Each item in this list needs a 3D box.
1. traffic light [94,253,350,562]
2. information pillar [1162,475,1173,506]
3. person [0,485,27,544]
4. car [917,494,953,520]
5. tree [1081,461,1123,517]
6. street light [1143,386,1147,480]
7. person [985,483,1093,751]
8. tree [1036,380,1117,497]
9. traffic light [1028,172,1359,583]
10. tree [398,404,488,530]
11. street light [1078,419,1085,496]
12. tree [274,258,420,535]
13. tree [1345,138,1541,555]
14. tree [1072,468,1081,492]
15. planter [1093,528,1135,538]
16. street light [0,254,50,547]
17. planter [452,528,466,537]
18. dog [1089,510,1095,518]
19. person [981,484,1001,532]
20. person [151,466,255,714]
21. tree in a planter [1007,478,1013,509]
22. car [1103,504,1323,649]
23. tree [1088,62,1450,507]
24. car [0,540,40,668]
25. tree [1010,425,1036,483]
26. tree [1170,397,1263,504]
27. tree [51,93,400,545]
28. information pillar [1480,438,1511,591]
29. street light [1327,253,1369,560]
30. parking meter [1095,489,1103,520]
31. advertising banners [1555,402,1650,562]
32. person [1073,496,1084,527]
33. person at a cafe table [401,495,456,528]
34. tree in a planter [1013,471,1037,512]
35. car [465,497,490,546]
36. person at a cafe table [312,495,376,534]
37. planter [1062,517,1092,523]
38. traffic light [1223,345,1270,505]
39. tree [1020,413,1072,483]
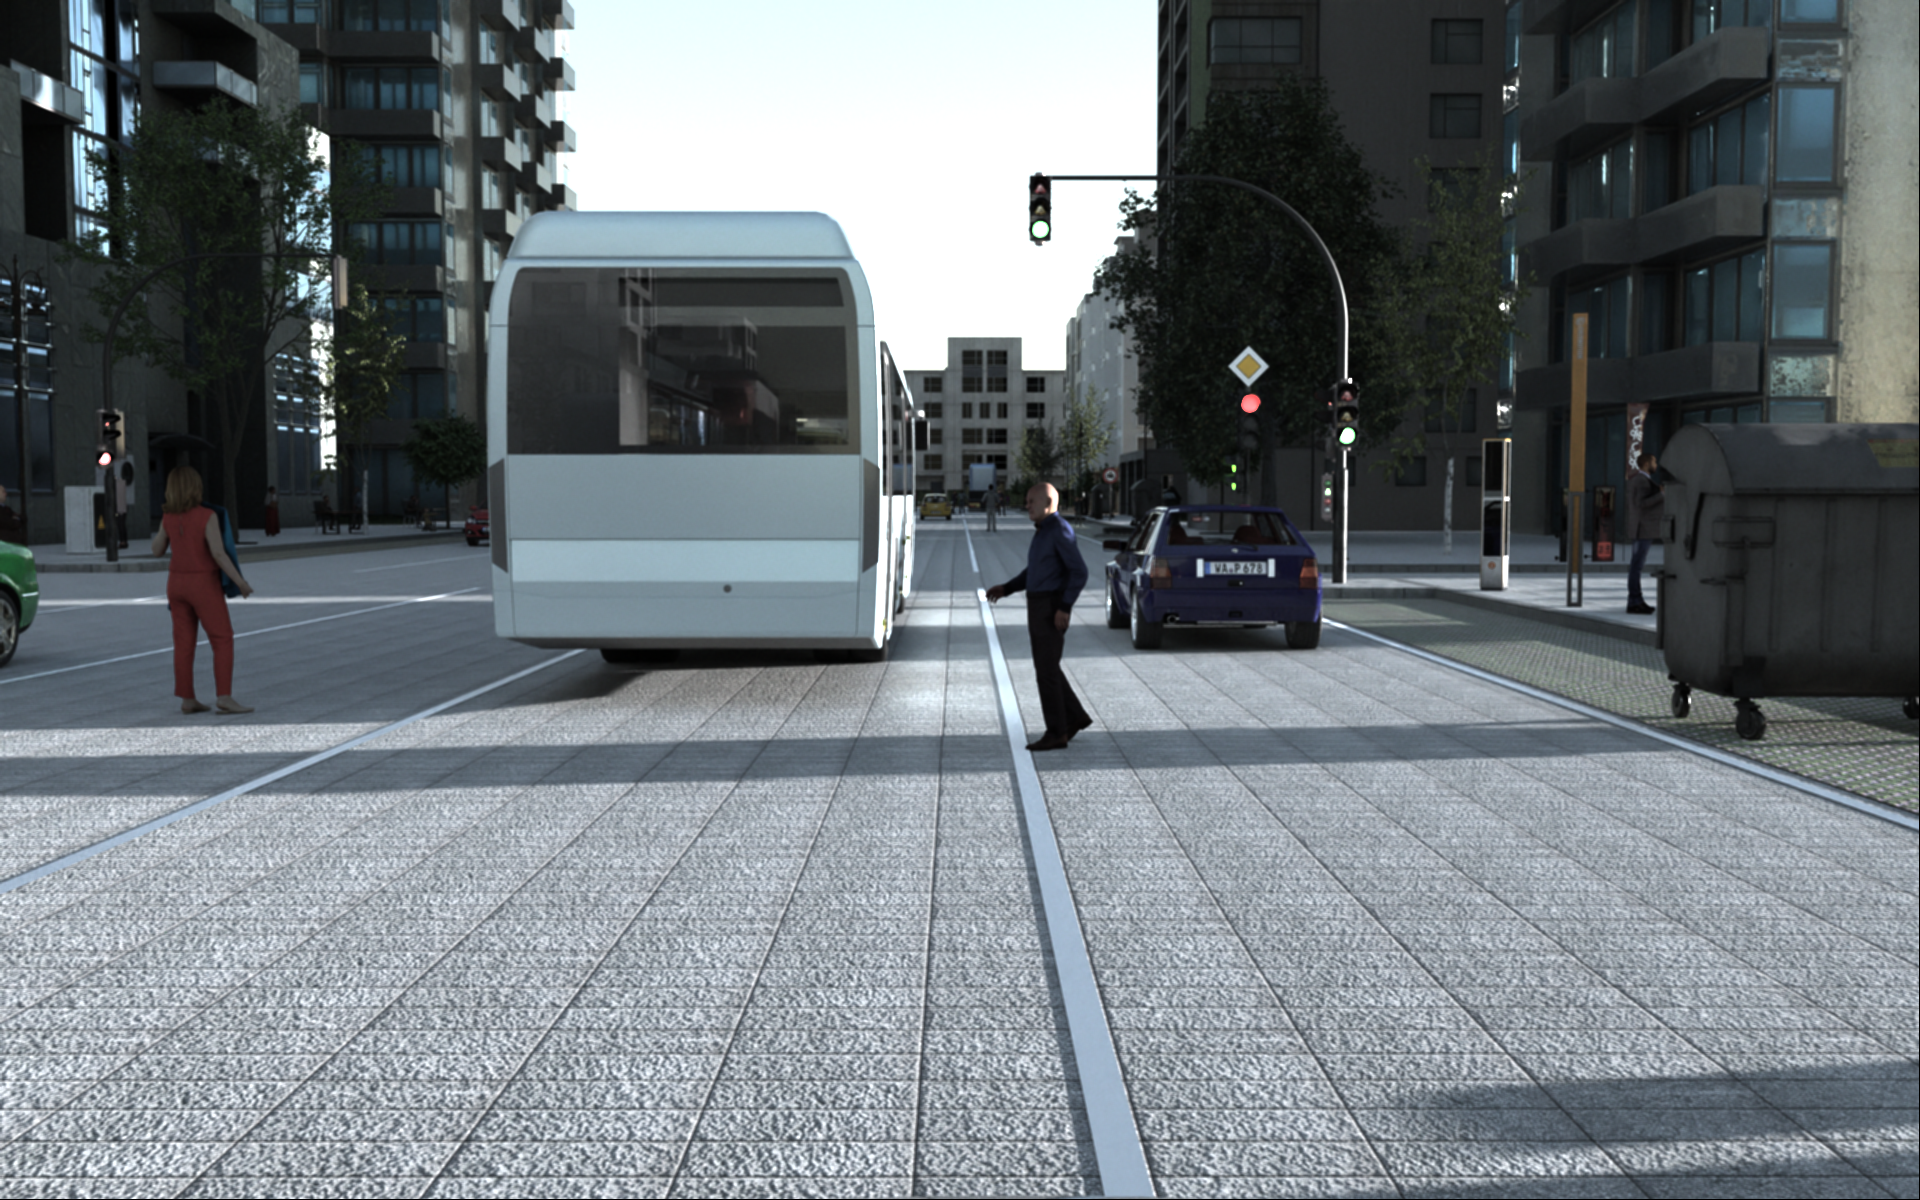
[{"bbox_3d":[-14.018,-3.559,32.863,4.771,5.953,1.251,0,3,0],"label":"traffic light"},{"bbox_3d":[7.856,-3.734,65.549,0.304,2.012,0.304,3,5,39],"label":"information pillar"},{"bbox_3d":[-11.264,-0.594,20.484,0.388,1.546,0.482,-1,4,-12],"label":"person"},{"bbox_3d":[-1.374,-5.269,96.370,2.015,1.641,3.980,0,4,-2],"label":"car"},{"bbox_3d":[8.178,-6.322,97.969,1.663,3.219,1.824,0,3,0],"label":"tree"},{"bbox_3d":[7.496,-5.951,70.086,0.468,5.910,1.993,0,3,0],"label":"street light"},{"bbox_3d":[0.440,0.085,9.809,0.600,1.496,0.574,0,4,8],"label":"person"},{"bbox_3d":[8.062,-9.915,112.478,4.737,8.622,4.395,0,3,0],"label":"tree"},{"bbox_3d":[3.349,-3.062,24.736,4.771,5.953,1.251,0,3,0],"label":"traffic light"},{"bbox_3d":[-18.680,-4.849,62.997,4.285,4.588,4.351,0,3,0],"label":"tree"},{"bbox_3d":[7.465,-8.224,107.256,0.468,5.910,1.993,0,3,0],"label":"street light"},{"bbox_3d":[-18.737,-6.335,53.942,4.737,8.622,4.395,0,3,0],"label":"tree"},{"bbox_3d":[10.307,-5.278,36.653,4.737,8.622,4.395,0,3,0],"label":"tree"},{"bbox_3d":[7.604,-6.571,102.030,1.663,3.219,1.824,0,3,0],"label":"tree"},{"bbox_3d":[5.438,-2.232,57.637,1.991,0.319,1.994,0,3,0],"label":"planter"},{"bbox_3d":[-18.188,-3.714,33.513,0.468,5.910,1.993,0,3,0],"label":"street light"},{"bbox_3d":[-15.850,-2.276,58.349,1.991,0.319,1.994,0,3,0],"label":"planter"},{"bbox_3d":[7.275,-4.911,94.668,0.513,0.831,0.800,-2,4,-30],"label":"dog"},{"bbox_3d":[1.216,-3.517,66.144,0.875,1.805,0.789,0,4,-4],"label":"person"},{"bbox_3d":[-4.972,-0.071,11.363,0.593,1.614,0.444,3,4,38],"label":"person"},{"bbox_3d":[5.336,-10.080,162.029,1.991,3.239,1.994,0,3,0],"label":"tree in a planter"},{"bbox_3d":[2.445,-0.291,17.332,1.945,1.354,3.894,0,4,-1],"label":"car"},{"bbox_3d":[8.318,-7.924,46.558,9.611,12.733,9.660,0,3,0],"label":"tree"},{"bbox_3d":[-8.754,-0.245,12.795,1.959,1.807,4.718,0,4,1],"label":"car"},{"bbox_3d":[7.369,-14.325,184.568,4.737,8.622,4.395,0,3,0],"label":"tree"},{"bbox_3d":[8.367,-4.413,55.858,4.285,4.588,4.351,0,3,0],"label":"tree"},{"bbox_3d":[-18.538,-7.238,44.096,9.928,11.665,9.643,0,3,0],"label":"tree"},{"bbox_3d":[7.130,-1.136,23.069,0.304,2.012,0.304,2,4,30],"label":"information pillar"},{"bbox_3d":[7.469,-3.712,33.479,0.468,5.910,1.993,0,3,0],"label":"street light"},{"bbox_3d":[6.975,-4.804,86.950,0.372,1.533,0.369,0,3,0],"label":"parking meter"},{"bbox_3d":[12.191,-2.240,32.820,2.074,3.025,0.090,-1,4,-19],"label":"advertising banners"},{"bbox_3d":[5.195,-3.884,75.905,0.435,1.345,0.340,-2,4,-28],"label":"person"},{"bbox_3d":[-20.413,-3.374,66.025,1.726,1.238,1.698,1,4,14],"label":"person at a cafe table"},{"bbox_3d":[5.354,-8.414,134.786,1.991,3.239,1.994,0,3,0],"label":"tree in a planter"},{"bbox_3d":[-12.723,-2.458,49.228,2.155,1.783,4.494,0,4,0],"label":"car"},{"bbox_3d":[-20.153,-2.760,55.992,1.726,1.238,1.698,2,4,32],"label":"person at a cafe table"},{"bbox_3d":[5.404,-3.896,84.834,1.991,0.319,1.994,0,3,0],"label":"planter"},{"bbox_3d":[5.432,-2.688,32.864,0.839,4.253,0.868,0,3,0],"label":"traffic light"},{"bbox_3d":[7.754,-12.515,154.987,4.360,8.622,3.978,0,3,0],"label":"tree"}]
